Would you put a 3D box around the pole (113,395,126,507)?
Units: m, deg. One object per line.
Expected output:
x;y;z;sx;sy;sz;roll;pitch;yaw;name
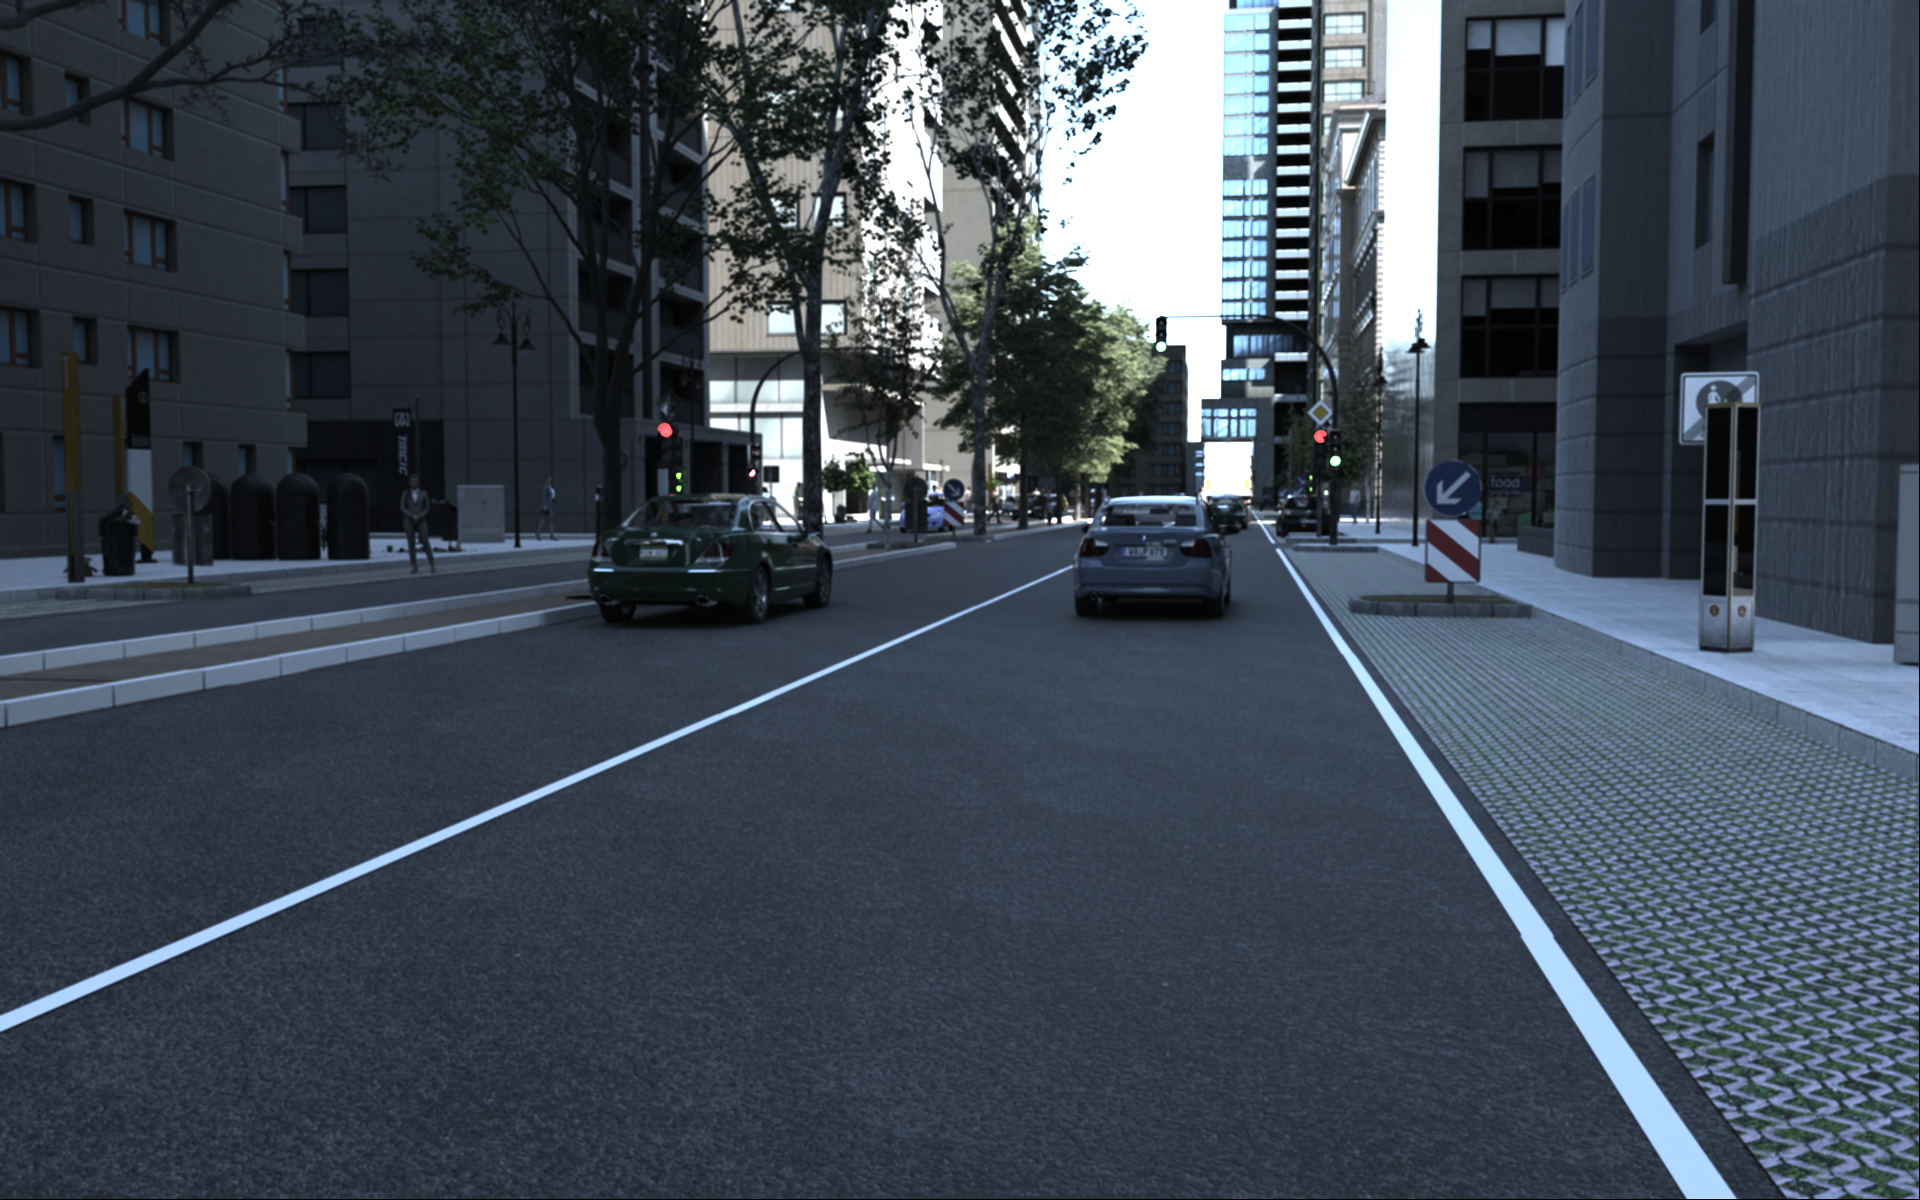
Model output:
-17.424;-2.574;35.925;0.158;3.312;0.155;0;3;0;pole

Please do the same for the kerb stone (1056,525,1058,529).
3.786;-2.939;70.355;0.120;0.150;1.000;1;4;9;kerb stone

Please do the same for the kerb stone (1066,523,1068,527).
4.438;-3.193;74.405;0.120;0.150;1.000;1;4;9;kerb stone

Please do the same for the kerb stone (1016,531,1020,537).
1.820;-2.200;58.211;0.120;0.150;1.000;1;4;9;kerb stone

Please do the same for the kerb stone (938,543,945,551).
-0.577;-1.302;43.488;0.120;0.150;1.000;1;4;9;kerb stone

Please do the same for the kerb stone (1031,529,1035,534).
2.470;-2.448;62.265;0.120;0.150;1.000;1;4;9;kerb stone

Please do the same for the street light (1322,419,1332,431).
19.072;-7.181;90.193;0.468;5.910;1.993;1;4;9;street light

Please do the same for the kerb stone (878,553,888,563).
-1.719;-0.867;36.407;0.120;0.150;1.000;1;4;9;kerb stone

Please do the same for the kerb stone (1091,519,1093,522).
6.408;-3.931;86.561;0.120;0.150;1.000;1;4;9;kerb stone

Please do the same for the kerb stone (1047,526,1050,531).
3.291;-2.760;67.324;0.120;0.150;1.000;1;4;9;kerb stone

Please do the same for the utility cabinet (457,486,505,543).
-12.504;-2.235;45.219;1.173;1.500;0.318;-1;4;-16;utility cabinet

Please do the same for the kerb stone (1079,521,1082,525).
5.431;-3.565;80.478;0.120;0.150;1.000;1;4;9;kerb stone

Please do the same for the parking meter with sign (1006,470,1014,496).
3.627;-8.004;127.125;0.543;3.016;1.738;0;4;8;parking meter with sign

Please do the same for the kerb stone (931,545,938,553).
-0.744;-1.240;42.472;0.120;0.150;1.000;1;4;9;kerb stone

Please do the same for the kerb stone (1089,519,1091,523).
6.237;-3.875;85.548;0.120;0.150;1.000;1;4;9;kerb stone

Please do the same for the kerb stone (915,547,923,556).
-1.066;-1.117;40.451;0.120;0.150;1.000;1;4;9;kerb stone

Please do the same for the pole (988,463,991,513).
1.970;-7.430;115.326;0.158;3.312;0.155;0;3;0;pole

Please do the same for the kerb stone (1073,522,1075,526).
4.932;-3.379;77.434;0.120;0.150;1.000;1;4;9;kerb stone

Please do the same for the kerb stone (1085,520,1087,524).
5.914;-3.750;83.515;0.120;0.150;1.000;1;4;9;kerb stone

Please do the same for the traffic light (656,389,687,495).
-7.749;-3.511;46.327;0.839;4.253;0.868;1;4;9;traffic light

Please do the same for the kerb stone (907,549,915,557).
-1.233;-1.055;39.440;0.120;0.150;1.000;1;4;9;kerb stone

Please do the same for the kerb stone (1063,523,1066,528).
4.274;-3.125;73.393;0.120;0.150;1.000;1;4;9;kerb stone

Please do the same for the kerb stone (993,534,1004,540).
1.158;-1.955;54.166;0.120;0.150;1.000;1;4;9;kerb stone

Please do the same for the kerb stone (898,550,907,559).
-1.397;-0.993;38.431;0.120;0.150;1.000;1;4;9;kerb stone

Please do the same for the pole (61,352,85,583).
-12.810;-1.906;25.010;0.158;3.312;0.155;0;3;0;pole

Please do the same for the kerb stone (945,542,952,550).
-0.413;-1.364;44.497;0.120;0.150;1.000;1;4;9;kerb stone

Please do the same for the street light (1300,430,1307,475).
24.643;-9.274;124.425;0.468;5.910;1.993;1;4;9;street light

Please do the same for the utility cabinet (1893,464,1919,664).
7.545;-0.245;12.678;0.318;1.500;1.173;-3;5;-45;utility cabinet

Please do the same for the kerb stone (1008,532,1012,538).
1.479;-2.079;56.185;0.120;0.150;1.000;1;4;9;kerb stone

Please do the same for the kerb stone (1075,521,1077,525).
5.092;-3.441;78.452;0.120;0.150;1.000;1;4;9;kerb stone

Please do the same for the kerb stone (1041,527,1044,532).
2.957;-2.637;65.305;0.120;0.150;1.000;1;4;9;kerb stone

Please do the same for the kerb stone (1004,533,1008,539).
1.310;-2.010;55.178;0.120;0.150;1.000;1;4;9;kerb stone

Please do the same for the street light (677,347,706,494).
-8.459;-5.015;54.778;0.468;5.910;1.993;1;4;9;street light

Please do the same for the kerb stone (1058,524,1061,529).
3.942;-3.007;71.368;0.120;0.150;1.000;1;4;9;kerb stone

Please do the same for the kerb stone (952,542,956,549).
-0.251;-1.422;45.506;0.120;0.150;1.000;1;4;9;kerb stone

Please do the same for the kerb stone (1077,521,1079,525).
5.251;-3.502;79.465;0.120;0.150;1.000;1;4;9;kerb stone

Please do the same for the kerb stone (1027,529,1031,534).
2.305;-2.389;61.256;0.120;0.150;1.000;1;4;9;kerb stone

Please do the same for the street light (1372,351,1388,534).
13.558;-5.092;56.035;0.468;5.910;1.993;1;4;9;street light

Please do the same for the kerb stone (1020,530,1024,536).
1.973;-2.263;59.232;0.120;0.150;1.000;1;4;9;kerb stone

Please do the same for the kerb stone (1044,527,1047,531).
3.121;-2.698;66.314;0.120;0.150;1.000;1;4;9;kerb stone

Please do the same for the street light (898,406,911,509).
-2.875;-7.103;88.918;0.468;5.910;1.993;1;4;9;street light

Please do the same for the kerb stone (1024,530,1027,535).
2.132;-2.327;60.242;0.120;0.150;1.000;1;4;9;kerb stone

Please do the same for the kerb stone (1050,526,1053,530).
3.450;-2.821;68.338;0.120;0.150;1.000;1;4;9;kerb stone

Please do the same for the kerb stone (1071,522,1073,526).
4.763;-3.317;76.426;0.120;0.150;1.000;1;4;9;kerb stone

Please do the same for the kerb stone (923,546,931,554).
-0.900;-1.178;41.461;0.120;0.150;1.000;1;4;9;kerb stone

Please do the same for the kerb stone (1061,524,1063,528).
4.109;-3.069;72.381;0.120;0.150;1.000;1;4;9;kerb stone

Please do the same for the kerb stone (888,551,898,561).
-1.561;-0.929;37.417;0.120;0.150;1.000;1;4;9;kerb stone

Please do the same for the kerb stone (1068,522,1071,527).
4.599;-3.255;75.414;0.120;0.150;1.000;1;4;9;kerb stone

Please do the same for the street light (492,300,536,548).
-10.639;-4.200;41.464;0.468;5.910;1.993;1;4;9;street light

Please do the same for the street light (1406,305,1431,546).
11.231;-4.267;42.556;0.468;5.910;1.993;1;4;9;street light

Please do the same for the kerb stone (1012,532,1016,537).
1.654;-2.140;57.202;0.120;0.150;1.000;1;4;9;kerb stone

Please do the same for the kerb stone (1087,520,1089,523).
6.086;-3.813;84.536;0.120;0.150;1.000;1;4;9;kerb stone

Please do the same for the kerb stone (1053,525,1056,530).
3.624;-2.884;69.345;0.120;0.150;1.000;1;4;9;kerb stone

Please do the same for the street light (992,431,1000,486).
2.528;-9.182;122.919;0.468;5.910;1.993;1;4;9;street light

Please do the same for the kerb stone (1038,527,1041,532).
2.802;-2.571;64.291;0.120;0.150;1.000;1;4;9;kerb stone

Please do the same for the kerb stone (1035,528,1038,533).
2.629;-2.511;63.275;0.120;0.150;1.000;1;4;9;kerb stone

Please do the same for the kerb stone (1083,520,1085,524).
5.750;-3.689;82.505;0.120;0.150;1.000;1;4;9;kerb stone
